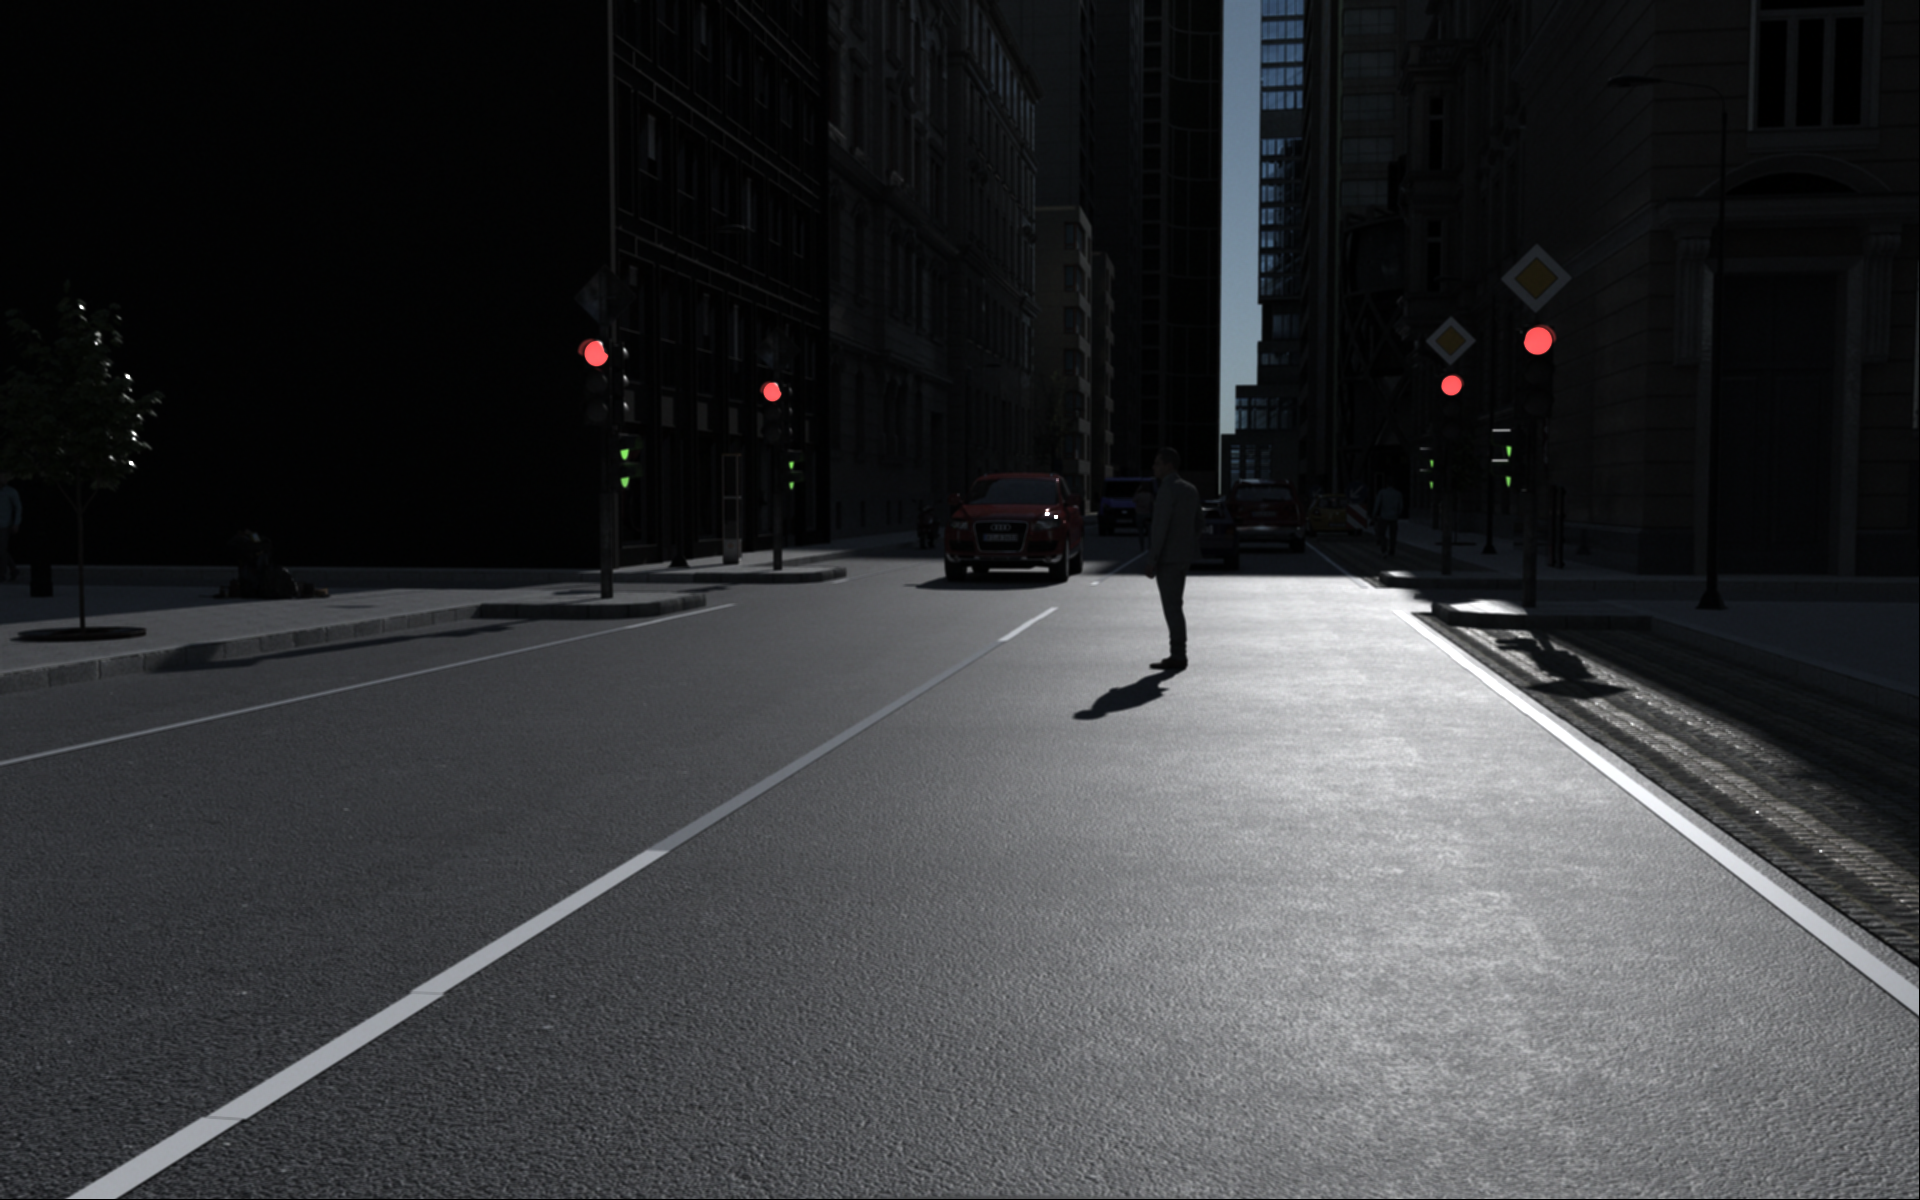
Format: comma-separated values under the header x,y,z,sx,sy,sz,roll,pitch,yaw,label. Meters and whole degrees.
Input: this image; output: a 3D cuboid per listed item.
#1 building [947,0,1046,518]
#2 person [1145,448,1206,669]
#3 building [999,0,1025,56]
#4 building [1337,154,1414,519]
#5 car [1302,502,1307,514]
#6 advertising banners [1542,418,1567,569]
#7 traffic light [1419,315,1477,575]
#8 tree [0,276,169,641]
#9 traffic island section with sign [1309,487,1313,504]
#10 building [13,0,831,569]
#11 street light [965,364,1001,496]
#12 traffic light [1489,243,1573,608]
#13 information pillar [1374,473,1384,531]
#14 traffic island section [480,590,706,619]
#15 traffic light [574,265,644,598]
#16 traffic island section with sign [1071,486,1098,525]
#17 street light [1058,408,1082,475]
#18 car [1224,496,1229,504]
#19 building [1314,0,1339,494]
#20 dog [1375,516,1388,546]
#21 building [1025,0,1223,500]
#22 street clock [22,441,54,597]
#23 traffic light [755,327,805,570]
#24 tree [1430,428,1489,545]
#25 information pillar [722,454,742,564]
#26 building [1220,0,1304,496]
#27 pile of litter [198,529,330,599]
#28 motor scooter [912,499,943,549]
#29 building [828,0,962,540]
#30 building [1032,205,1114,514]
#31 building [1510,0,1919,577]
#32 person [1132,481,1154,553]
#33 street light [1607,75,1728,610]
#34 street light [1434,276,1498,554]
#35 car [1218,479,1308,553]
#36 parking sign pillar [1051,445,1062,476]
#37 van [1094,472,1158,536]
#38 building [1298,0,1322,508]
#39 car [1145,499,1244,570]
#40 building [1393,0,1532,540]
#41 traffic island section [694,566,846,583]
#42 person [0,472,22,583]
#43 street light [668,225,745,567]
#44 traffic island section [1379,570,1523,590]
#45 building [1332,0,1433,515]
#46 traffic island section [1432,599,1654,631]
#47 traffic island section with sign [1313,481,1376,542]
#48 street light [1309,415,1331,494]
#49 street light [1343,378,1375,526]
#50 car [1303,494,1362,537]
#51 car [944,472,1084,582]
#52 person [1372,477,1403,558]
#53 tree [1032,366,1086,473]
x,y,z,sx,sy,sz,roll,pitch,yaw,label
-3.514,-17.372,81.296,12.463,27.353,25.104,1,4,9,building
1.755,-0.345,14.242,0.391,1.810,0.635,2,4,26,person
6.903,-44.617,167.746,20.611,71.187,20.563,1,4,9,building
28.578,-13.718,91.739,16.820,18.784,16.811,1,4,9,building
20.087,-5.654,105.024,1.945,1.354,3.894,1,4,9,car
10.452,-2.100,30.517,0.090,3.025,2.074,1,4,9,advertising banners
7.712,-2.354,27.411,0.839,4.253,0.868,1,4,9,traffic light
-7.944,-1.285,15.604,1.663,3.219,1.824,0,3,0,tree
16.027,-4.275,78.530,1.989,1.847,2.006,1,4,9,traffic island section with sign
-10.710,-12.720,37.644,12.332,23.373,15.834,1,4,9,building
0.766,-5.463,61.856,1.470,5.913,1.316,1,4,9,street light
6.434,-1.872,19.528,0.839,4.253,0.868,1,4,9,traffic light
14.545,-3.402,60.116,0.304,2.012,0.304,1,4,11,information pillar
-4.377,0.054,21.393,2.009,0.180,2.903,1,4,9,traffic island section
-4.339,-1.977,21.252,0.839,4.253,0.868,1,4,9,traffic light
5.534,-4.394,80.469,1.989,1.847,2.006,1,4,9,traffic island section with sign
5.900,-7.401,93.552,1.470,5.913,1.316,1,4,9,street light
16.906,-5.724,106.168,1.945,1.354,3.894,1,4,9,car
33.072,-28.985,124.009,14.600,45.320,14.200,1,4,9,building
11.585,-1.907,48.016,0.513,0.831,0.800,3,5,41,dog
19.125,-46.338,195.880,20.611,71.187,20.563,1,4,9,building
-11.473,-1.040,21.577,0.471,2.002,0.358,2,4,34,street clock
-3.062,-2.460,29.134,0.839,4.253,0.868,1,4,9,traffic light
12.654,-3.001,43.674,1.663,3.219,1.824,0,3,0,tree
-4.185,-1.670,31.793,0.304,2.012,0.304,0,4,4,information pillar
45.075,-53.789,192.113,31.000,86.520,22.319,1,4,9,building
-8.664,-0.466,21.591,1.719,0.858,1.176,2,4,32,pile of litter
-0.839,-2.005,45.566,0.815,1.314,1.986,0,4,8,motor scooter
-8.294,-16.509,57.306,14.401,28.519,23.554,1,4,9,building
-4.206,-16.832,120.245,27.650,21.520,28.899,1,4,9,building
21.345,-15.003,31.202,20.117,28.700,13.634,1,4,9,building
4.508,-1.996,41.720,0.593,1.750,0.643,-1,4,-21,person
7.872,-2.859,19.284,1.470,5.913,1.316,1,4,9,street light
10.791,-3.941,36.973,1.470,5.913,1.316,1,4,9,street light
7.684,-2.157,43.944,2.281,1.827,5.304,1,4,9,car
5.310,-6.527,95.186,1.447,3.967,1.447,1,4,12,parking sign pillar
5.989,-3.466,61.058,2.240,2.365,5.245,1,4,10,van
43.176,-32.946,162.373,21.300,48.544,21.600,1,4,9,building
4.600,-1.312,34.040,1.945,1.354,3.894,0,4,8,car
22.713,-14.748,60.222,14.460,24.649,34.723,1,4,9,building
-3.100,-0.428,29.275,2.009,0.180,2.903,1,4,9,traffic island section
-15.447,-1.204,28.055,0.638,1.841,0.748,1,4,18,person
-4.403,-3.524,30.166,1.470,5.913,1.316,1,4,9,street light
7.750,-0.320,27.519,2.009,0.180,2.903,1,4,9,traffic island section
30.898,-26.058,109.647,14.154,41.232,14.086,1,4,9,building
6.472,0.162,19.636,2.009,0.180,2.903,1,4,9,traffic island section
11.722,-2.648,51.919,1.989,1.847,2.006,1,4,9,traffic island section with sign
21.077,-7.880,101.377,1.470,5.913,1.316,1,4,9,street light
16.011,-5.920,69.338,1.470,5.913,1.316,1,4,9,street light
12.496,-2.928,58.096,2.015,1.641,3.980,0,4,8,car
1.015,-1.311,30.111,2.281,1.827,5.304,1,4,8,car
9.511,-1.832,38.467,0.660,1.820,0.620,0,4,-2,person
4.986,-9.075,98.739,4.360,8.622,3.978,0,3,0,tree
